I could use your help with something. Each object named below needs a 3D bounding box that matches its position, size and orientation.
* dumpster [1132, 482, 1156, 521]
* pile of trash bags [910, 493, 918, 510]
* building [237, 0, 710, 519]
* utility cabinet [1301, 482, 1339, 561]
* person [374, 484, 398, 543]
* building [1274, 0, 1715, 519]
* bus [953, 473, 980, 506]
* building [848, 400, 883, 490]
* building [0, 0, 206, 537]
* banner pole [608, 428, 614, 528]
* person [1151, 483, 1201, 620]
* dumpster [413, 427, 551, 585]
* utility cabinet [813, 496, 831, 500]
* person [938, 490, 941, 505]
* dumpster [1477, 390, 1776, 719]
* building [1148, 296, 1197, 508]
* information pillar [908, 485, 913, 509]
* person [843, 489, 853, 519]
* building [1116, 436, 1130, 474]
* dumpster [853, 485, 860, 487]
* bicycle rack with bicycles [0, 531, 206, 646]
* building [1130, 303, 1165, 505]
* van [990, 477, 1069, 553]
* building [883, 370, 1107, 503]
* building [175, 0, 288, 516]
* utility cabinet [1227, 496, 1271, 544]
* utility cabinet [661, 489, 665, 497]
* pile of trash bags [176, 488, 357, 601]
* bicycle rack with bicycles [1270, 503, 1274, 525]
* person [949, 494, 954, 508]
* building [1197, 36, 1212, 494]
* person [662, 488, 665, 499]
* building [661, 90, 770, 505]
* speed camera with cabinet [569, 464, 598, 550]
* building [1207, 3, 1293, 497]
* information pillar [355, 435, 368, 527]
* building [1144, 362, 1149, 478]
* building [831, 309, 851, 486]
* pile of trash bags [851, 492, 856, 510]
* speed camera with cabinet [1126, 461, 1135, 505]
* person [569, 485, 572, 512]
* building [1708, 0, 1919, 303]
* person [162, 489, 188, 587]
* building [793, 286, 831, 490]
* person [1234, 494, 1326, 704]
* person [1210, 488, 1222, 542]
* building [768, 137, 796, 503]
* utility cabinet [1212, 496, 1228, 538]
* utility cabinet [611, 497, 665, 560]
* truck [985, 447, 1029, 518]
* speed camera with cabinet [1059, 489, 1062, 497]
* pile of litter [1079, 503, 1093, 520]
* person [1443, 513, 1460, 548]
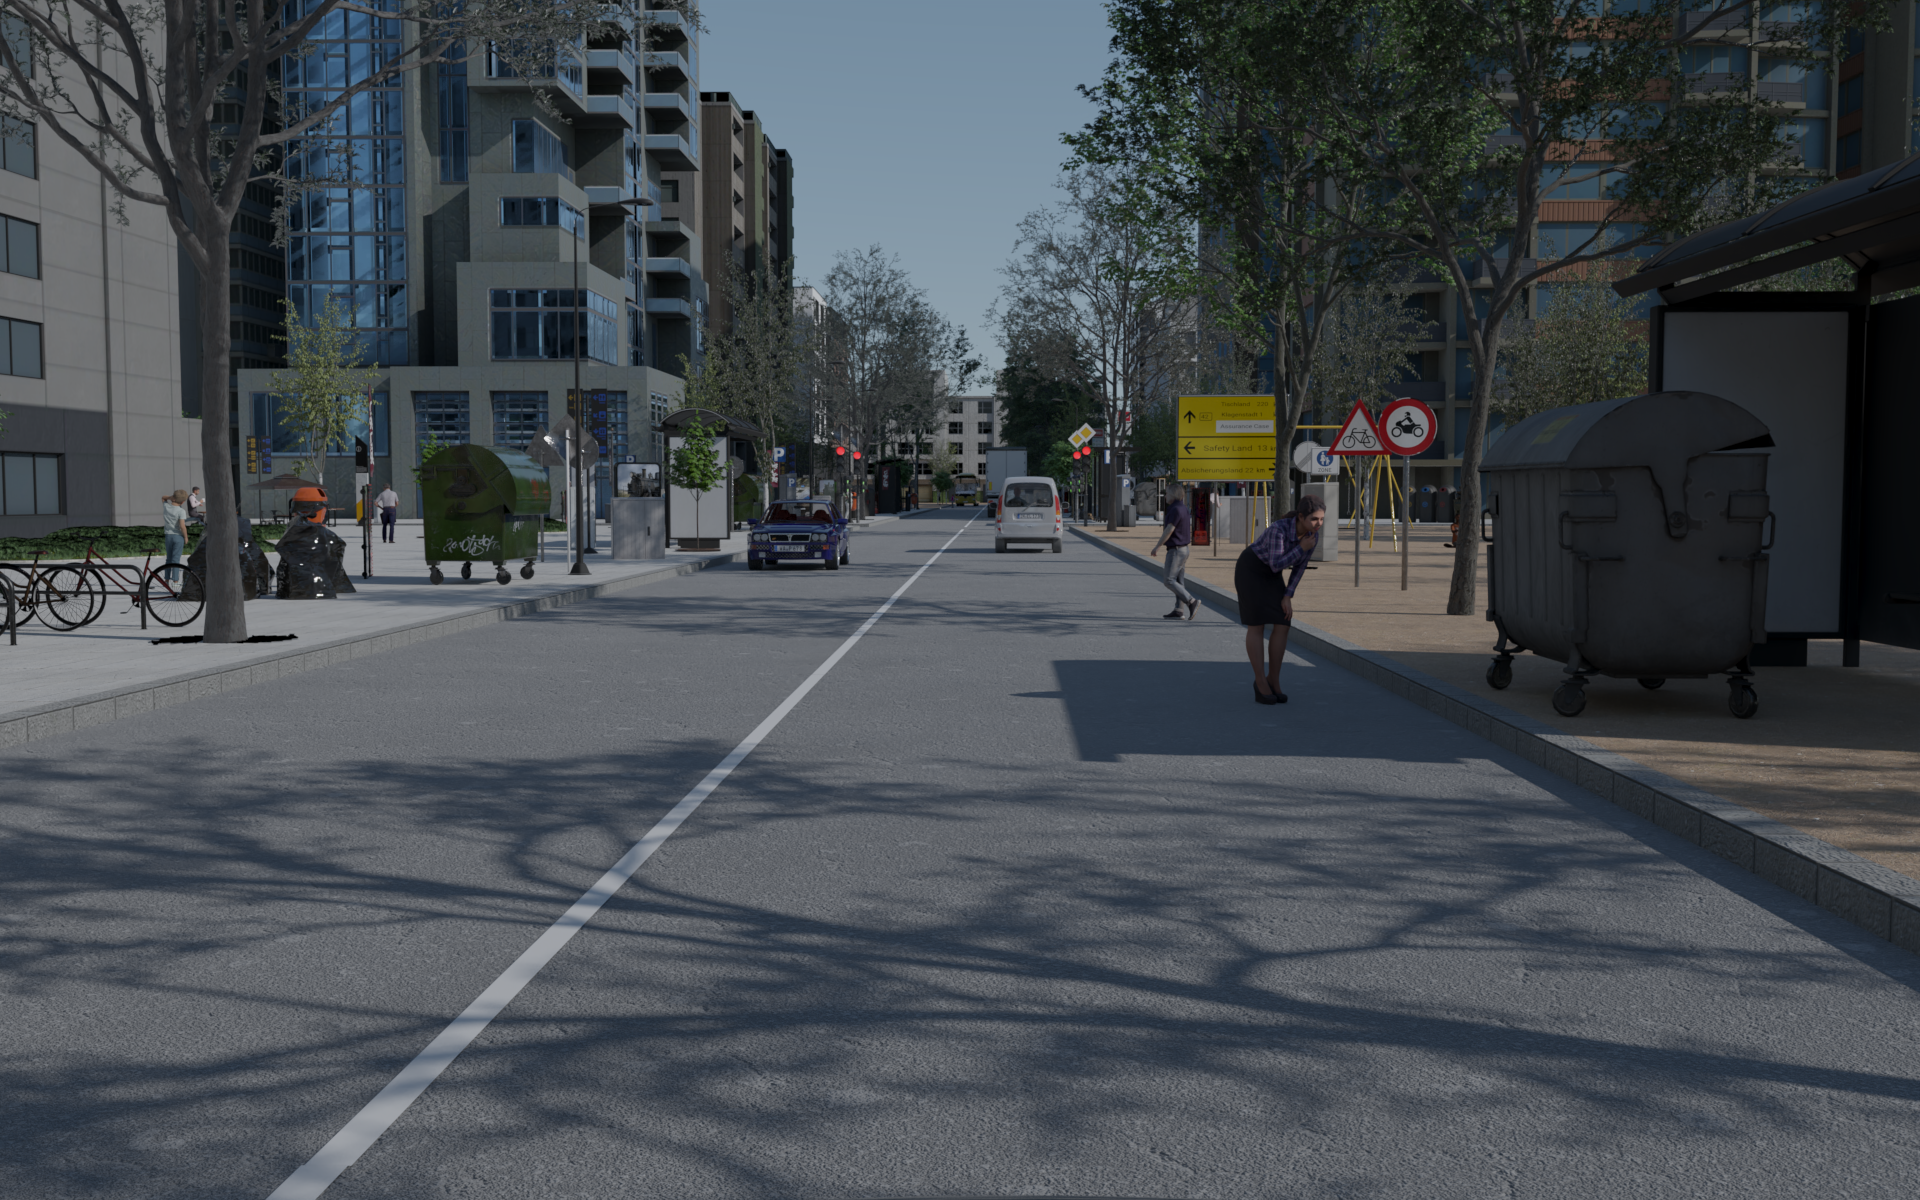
[{"bbox_3d":[9.036,-4.774,83.815,1.264,1.857,1.865,0,4,1],"label":"dumpster"},{"bbox_3d":[-5.114,-7.989,140.373,3.447,1.369,1.912,0,4,4],"label":"pile of trash bags"},{"bbox_3d":[-26.558,-48.191,100.588,22.319,86.520,31.000,0,4,1],"label":"building"},{"bbox_3d":[6.865,-1.498,33.172,0.318,1.500,1.173,-1,4,-10],"label":"utility cabinet"},{"bbox_3d":[-15.017,-2.268,45.343,0.614,1.554,0.590,-1,4,-14],"label":"person"},{"bbox_3d":[31.647,-27.001,96.096,28.867,44.769,22.147,0,4,1],"label":"building"},{"bbox_3d":[0.909,-12.993,203.976,2.896,3.916,12.252,0,4,3],"label":"bus"},{"bbox_3d":[-26.953,-23.782,255.296,31.486,18.905,16.747,0,4,1],"label":"building"},{"bbox_3d":[-35.390,-37.156,45.749,20.611,71.187,20.563,0,4,1],"label":"building"},{"bbox_3d":[-13.269,-4.641,65.903,0.401,3.779,0.863,-1,4,-23],"label":"banner pole"},{"bbox_3d":[2.477,-0.549,19.693,0.569,1.553,0.471,-2,4,-31],"label":"person"},{"bbox_3d":[-6.913,-1.384,25.116,1.502,2.255,1.985,0,4,1],"label":"dumpster"},{"bbox_3d":[-5.567,-3.449,67.559,1.020,1.237,0.306,0,4,1],"label":"utility cabinet"},{"bbox_3d":[-2.434,-11.832,200.287,0.721,1.735,1.217,0,4,0],"label":"person"},{"bbox_3d":[4.030,-0.296,10.593,1.264,1.857,1.865,0,4,1],"label":"dumpster"},{"bbox_3d":[26.817,-18.909,165.577,16.016,20.091,11.380,0,4,1],"label":"building"},{"bbox_3d":[-4.189,-8.684,146.475,0.304,2.012,0.304,2,4,28],"label":"information pillar"},{"bbox_3d":[-5.230,-4.547,81.117,0.376,1.734,0.841,2,4,24],"label":"person"},{"bbox_3d":[35.799,-18.871,250.688,28.070,9.664,9.099,0,4,1],"label":"building"},{"bbox_3d":[-7.146,-7.509,128.534,1.264,1.857,1.865,0,4,1],"label":"dumpster"},{"bbox_3d":[-8.881,-0.149,15.820,2.925,0.926,2.852,1,4,11],"label":"bicycle rack with bicycles"},{"bbox_3d":[33.381,-21.758,199.719,27.936,21.610,32.646,0,4,1],"label":"building"},{"bbox_3d":[1.733,-2.227,43.430,2.013,2.044,4.112,0,4,3],"label":"van"},{"bbox_3d":[5.341,-23.745,254.693,31.486,18.905,16.747,0,4,1],"label":"building"},{"bbox_3d":[-51.691,-25.169,103.387,23.993,40.220,32.217,0,4,1],"label":"building"},{"bbox_3d":[7.469,-2.046,44.607,1.020,1.237,0.306,1,4,12],"label":"utility cabinet"},{"bbox_3d":[-13.190,-4.188,77.155,0.318,1.500,1.173,0,4,4],"label":"utility cabinet"},{"bbox_3d":[-8.732,-0.768,22.314,1.912,1.369,3.447,0,4,-8],"label":"pile of trash bags"},{"bbox_3d":[11.549,-3.306,67.437,2.925,0.926,2.852,0,4,-7],"label":"bicycle rack with bicycles"},{"bbox_3d":[-0.812,-10.022,175.588,0.599,1.433,0.991,-2,4,-27],"label":"person"},{"bbox_3d":[29.346,-36.321,135.847,21.231,58.520,28.212,0,4,1],"label":"building"},{"bbox_3d":[-10.876,-3.447,64.620,0.499,1.552,0.429,-1,4,-20],"label":"person"},{"bbox_3d":[-22.014,-21.604,124.929,14.160,30.474,14.107,0,4,1],"label":"building"},{"bbox_3d":[-8.887,-2.843,40.823,0.660,3.252,2.038,-1,4,-11],"label":"speed camera with cabinet"},{"bbox_3d":[24.228,-28.408,114.576,14.600,45.320,14.200,0,4,1],"label":"building"},{"bbox_3d":[-23.635,-4.714,68.429,0.504,3.616,0.183,0,4,5],"label":"information pillar"},{"bbox_3d":[27.041,-19.606,176.979,16.016,20.091,11.380,0,4,1],"label":"building"},{"bbox_3d":[-29.969,-21.965,203.106,32.646,21.610,27.936,0,4,1],"label":"building"},{"bbox_3d":[-6.882,-4.803,88.275,3.447,1.369,1.912,1,4,8],"label":"pile of trash bags"},{"bbox_3d":[8.025,-5.837,89.778,2.038,3.252,0.660,0,4,-8],"label":"speed camera with cabinet"},{"bbox_3d":[-19.323,-4.867,86.320,0.576,1.737,0.504,-1,4,-12],"label":"person"},{"bbox_3d":[60.497,-26.935,95.012,28.867,44.769,22.147,0,4,1],"label":"building"},{"bbox_3d":[-10.850,-0.854,23.912,0.435,1.345,0.340,0,4,1],"label":"person"},{"bbox_3d":[-28.413,-19.856,168.624,27.936,21.610,32.646,0,4,1],"label":"building"},{"bbox_3d":[2.188,-0.001,11.757,0.421,1.427,0.697,-3,4,-38],"label":"person"},{"bbox_3d":[6.710,-2.263,46.233,0.628,1.438,0.799,0,4,4],"label":"person"},{"bbox_3d":[-21.075,-22.464,138.993,14.160,30.474,14.107,0,4,1],"label":"building"},{"bbox_3d":[7.963,-2.447,51.167,1.020,1.237,0.306,-1,4,-14],"label":"utility cabinet"},{"bbox_3d":[-6.356,-1.408,34.188,1.020,1.237,0.306,-1,4,-20],"label":"utility cabinet"},{"bbox_3d":[2.951,-7.331,108.769,2.839,4.237,11.283,0,4,2],"label":"truck"},{"bbox_3d":[7.359,-8.718,136.881,0.660,3.252,2.038,2,4,32],"label":"speed camera with cabinet"},{"bbox_3d":[6.463,-4.481,87.234,1.176,0.858,1.719,1,4,15],"label":"pile of litter"},{"bbox_3d":[11.936,-1.645,41.230,0.859,0.850,0.655,0,4,-1],"label":"person"}]
